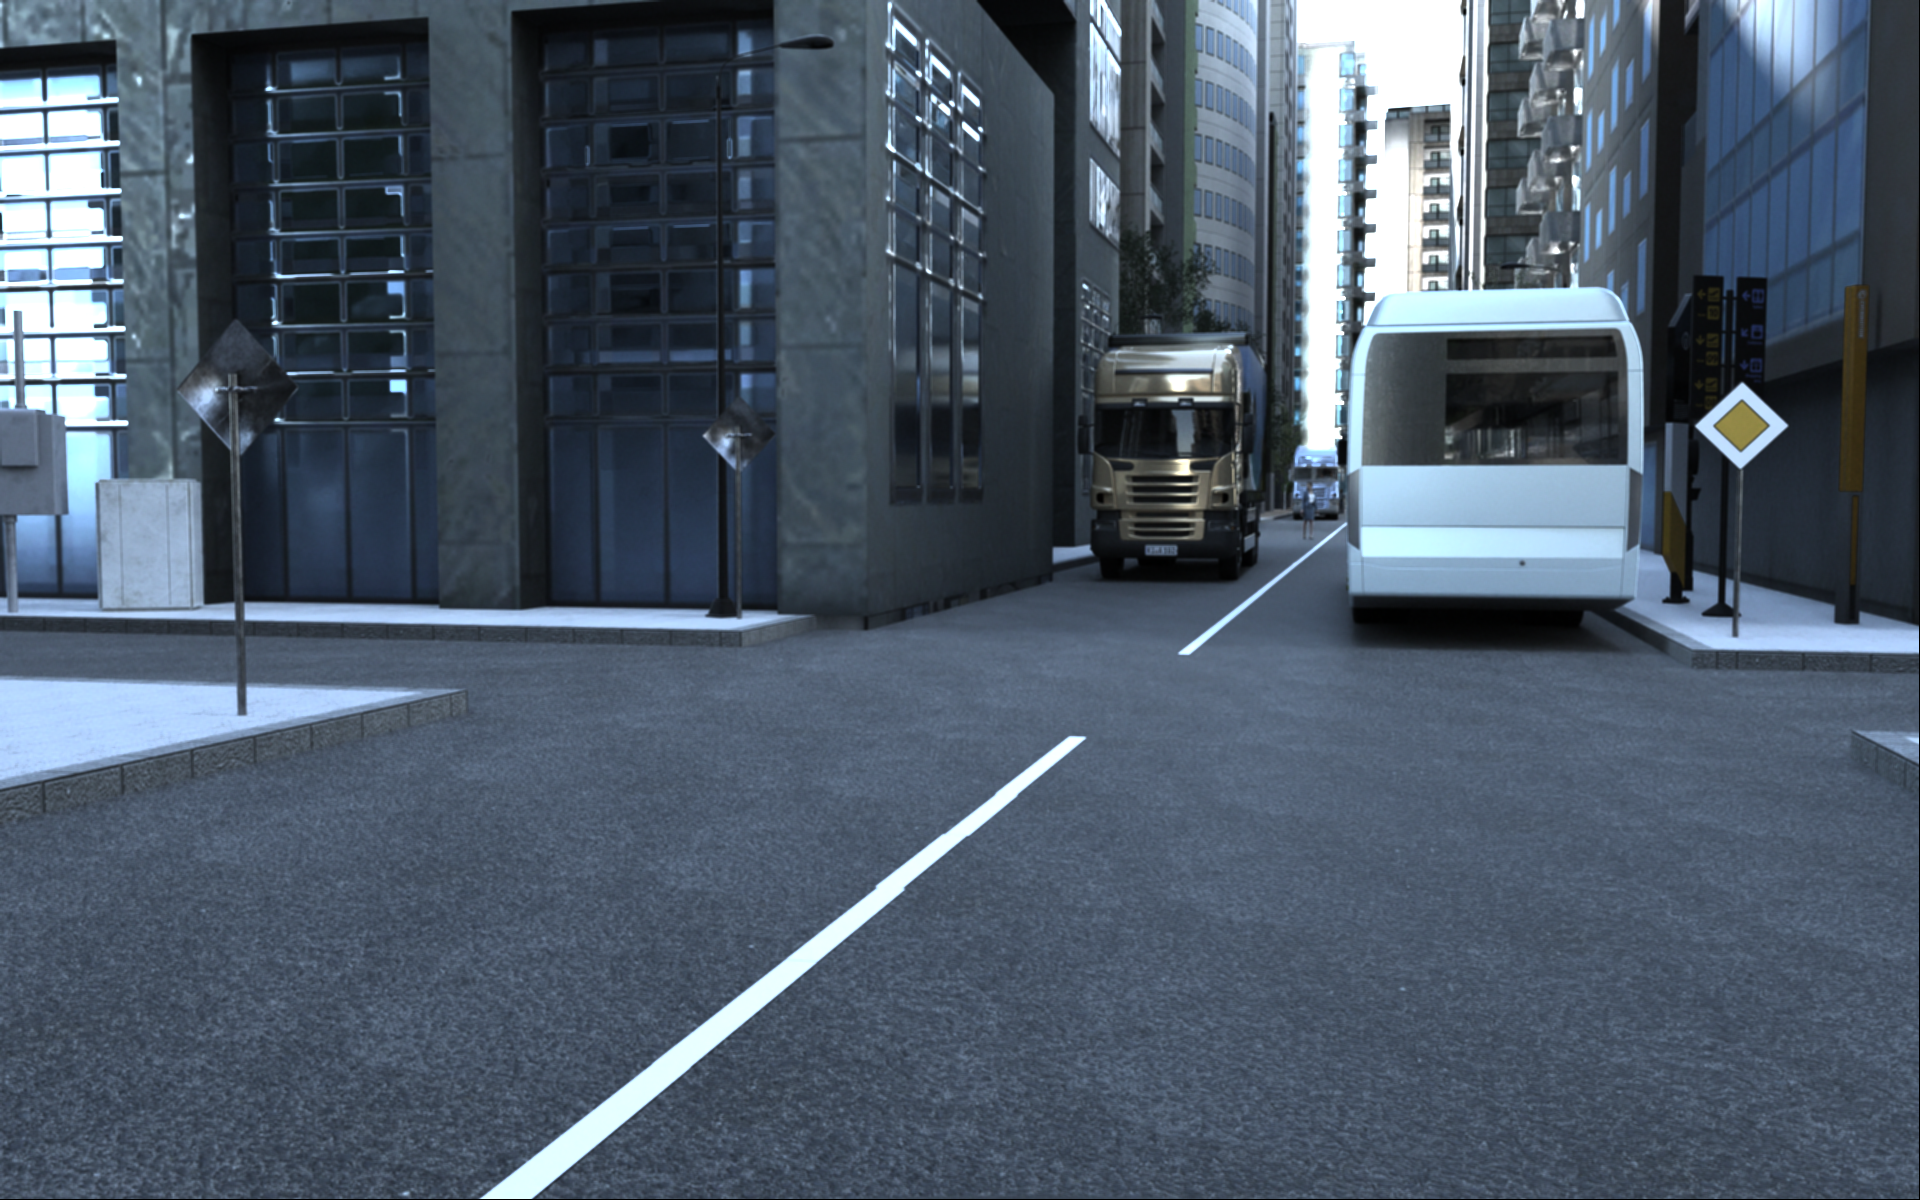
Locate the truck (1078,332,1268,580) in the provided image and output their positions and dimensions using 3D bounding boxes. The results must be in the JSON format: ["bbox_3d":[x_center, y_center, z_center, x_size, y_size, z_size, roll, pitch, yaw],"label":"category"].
[{"bbox_3d":[4.283,-2.667,32.511,2.839,4.237,11.283,1,4,12],"label":"truck"}]

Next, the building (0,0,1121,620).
[{"bbox_3d":[-8.137,-44.071,33.232,22.319,86.520,31.000,1,4,14],"label":"building"}]

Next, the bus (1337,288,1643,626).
[{"bbox_3d":[6.270,-1.666,22.097,2.948,3.499,13.247,1,4,13],"label":"bus"}]

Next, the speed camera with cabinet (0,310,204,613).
[{"bbox_3d":[-9.488,-1.510,19.025,2.038,3.252,0.660,-1,4,-13],"label":"speed camera with cabinet"}]

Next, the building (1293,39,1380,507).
[{"bbox_3d":[29.084,-34.632,185.834,30.456,49.044,23.786,1,4,14],"label":"building"}]

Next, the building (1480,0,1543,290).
[{"bbox_3d":[36.505,-19.926,97.497,14.160,30.474,14.107,1,4,14],"label":"building"}]

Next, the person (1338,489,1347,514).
[{"bbox_3d":[27.970,-7.253,127.163,0.705,1.814,1.350,-3,5,-43],"label":"person"}]

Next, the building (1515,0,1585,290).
[{"bbox_3d":[34.322,-27.438,68.214,23.786,49.044,30.456,1,4,14],"label":"building"}]

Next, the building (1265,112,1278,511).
[{"bbox_3d":[15.673,-21.735,127.076,14.160,30.474,14.107,1,4,14],"label":"building"}]

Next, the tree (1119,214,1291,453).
[{"bbox_3d":[6.166,-7.591,58.529,7.601,10.594,8.767,-1,4,-9],"label":"tree"}]

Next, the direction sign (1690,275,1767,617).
[{"bbox_3d":[8.015,-1.598,18.127,0.876,3.537,0.379,-1,4,-15],"label":"direction sign"}]

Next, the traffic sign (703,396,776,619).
[{"bbox_3d":[-2.266,-0.862,17.743,0.795,2.450,0.064,1,4,14],"label":"traffic sign"}]

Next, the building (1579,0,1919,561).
[{"bbox_3d":[22.703,-23.846,39.998,14.600,45.320,14.200,1,4,14],"label":"building"}]

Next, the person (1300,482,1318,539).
[{"bbox_3d":[11.127,-2.855,55.195,0.581,1.822,0.654,0,4,3],"label":"person"}]

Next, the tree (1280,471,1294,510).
[{"bbox_3d":[26.596,-8.936,140.704,1.663,3.219,1.824,0,3,0],"label":"tree"}]

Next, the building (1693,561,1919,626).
[{"bbox_3d":[17.243,-22.599,19.605,14.200,45.320,14.600,1,4,14],"label":"building"}]

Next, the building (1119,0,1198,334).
[{"bbox_3d":[2.247,-23.807,72.845,14.154,41.232,14.086,1,4,14],"label":"building"}]

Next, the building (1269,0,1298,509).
[{"bbox_3d":[19.389,-43.868,155.493,20.611,71.187,20.563,1,4,14],"label":"building"}]

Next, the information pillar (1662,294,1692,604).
[{"bbox_3d":[8.387,-1.768,20.256,0.183,3.616,0.504,3,5,44],"label":"information pillar"}]

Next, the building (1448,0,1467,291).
[{"bbox_3d":[54.796,-33.878,143.139,28.713,52.752,27.495,1,4,14],"label":"building"}]

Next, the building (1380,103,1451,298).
[{"bbox_3d":[49.808,-30.099,175.717,14.086,41.232,14.154,1,4,14],"label":"building"}]

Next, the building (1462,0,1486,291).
[{"bbox_3d":[44.993,-35.149,116.691,21.231,58.520,28.212,1,4,14],"label":"building"}]

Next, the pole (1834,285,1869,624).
[{"bbox_3d":[8.777,-1.419,17.043,0.158,3.312,0.155,0,3,0],"label":"pole"}]

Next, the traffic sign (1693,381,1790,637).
[{"bbox_3d":[6.953,-0.724,15.476,0.795,2.450,0.064,1,4,14],"label":"traffic sign"}]

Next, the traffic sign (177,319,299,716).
[{"bbox_3d":[-4.162,-0.388,9.985,0.795,2.450,0.064,1,4,14],"label":"traffic sign"}]

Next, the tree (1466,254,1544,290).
[{"bbox_3d":[17.123,-6.290,53.196,4.360,8.622,3.978,0,3,0],"label":"tree"}]

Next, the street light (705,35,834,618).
[{"bbox_3d":[-1.955,-2.769,17.813,1.470,5.913,1.316,1,4,14],"label":"street light"}]

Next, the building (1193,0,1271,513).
[{"bbox_3d":[7.466,-34.509,106.219,21.231,58.520,28.212,1,4,14],"label":"building"}]

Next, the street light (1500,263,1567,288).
[{"bbox_3d":[11.540,-3.809,34.818,1.470,5.913,1.316,1,4,14],"label":"street light"}]

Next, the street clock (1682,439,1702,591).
[{"bbox_3d":[9.647,-1.127,22.998,0.358,2.002,0.471,1,4,17],"label":"street clock"}]

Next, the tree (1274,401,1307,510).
[{"bbox_3d":[25.549,-11.395,136.678,4.737,8.622,4.395,0,3,0],"label":"tree"}]

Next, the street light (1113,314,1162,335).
[{"bbox_3d":[4.542,-4.435,45.049,1.470,5.913,1.316,1,4,14],"label":"street light"}]

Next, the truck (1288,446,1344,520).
[{"bbox_3d":[21.071,-6.890,102.410,2.967,4.110,18.799,1,4,12],"label":"truck"}]
